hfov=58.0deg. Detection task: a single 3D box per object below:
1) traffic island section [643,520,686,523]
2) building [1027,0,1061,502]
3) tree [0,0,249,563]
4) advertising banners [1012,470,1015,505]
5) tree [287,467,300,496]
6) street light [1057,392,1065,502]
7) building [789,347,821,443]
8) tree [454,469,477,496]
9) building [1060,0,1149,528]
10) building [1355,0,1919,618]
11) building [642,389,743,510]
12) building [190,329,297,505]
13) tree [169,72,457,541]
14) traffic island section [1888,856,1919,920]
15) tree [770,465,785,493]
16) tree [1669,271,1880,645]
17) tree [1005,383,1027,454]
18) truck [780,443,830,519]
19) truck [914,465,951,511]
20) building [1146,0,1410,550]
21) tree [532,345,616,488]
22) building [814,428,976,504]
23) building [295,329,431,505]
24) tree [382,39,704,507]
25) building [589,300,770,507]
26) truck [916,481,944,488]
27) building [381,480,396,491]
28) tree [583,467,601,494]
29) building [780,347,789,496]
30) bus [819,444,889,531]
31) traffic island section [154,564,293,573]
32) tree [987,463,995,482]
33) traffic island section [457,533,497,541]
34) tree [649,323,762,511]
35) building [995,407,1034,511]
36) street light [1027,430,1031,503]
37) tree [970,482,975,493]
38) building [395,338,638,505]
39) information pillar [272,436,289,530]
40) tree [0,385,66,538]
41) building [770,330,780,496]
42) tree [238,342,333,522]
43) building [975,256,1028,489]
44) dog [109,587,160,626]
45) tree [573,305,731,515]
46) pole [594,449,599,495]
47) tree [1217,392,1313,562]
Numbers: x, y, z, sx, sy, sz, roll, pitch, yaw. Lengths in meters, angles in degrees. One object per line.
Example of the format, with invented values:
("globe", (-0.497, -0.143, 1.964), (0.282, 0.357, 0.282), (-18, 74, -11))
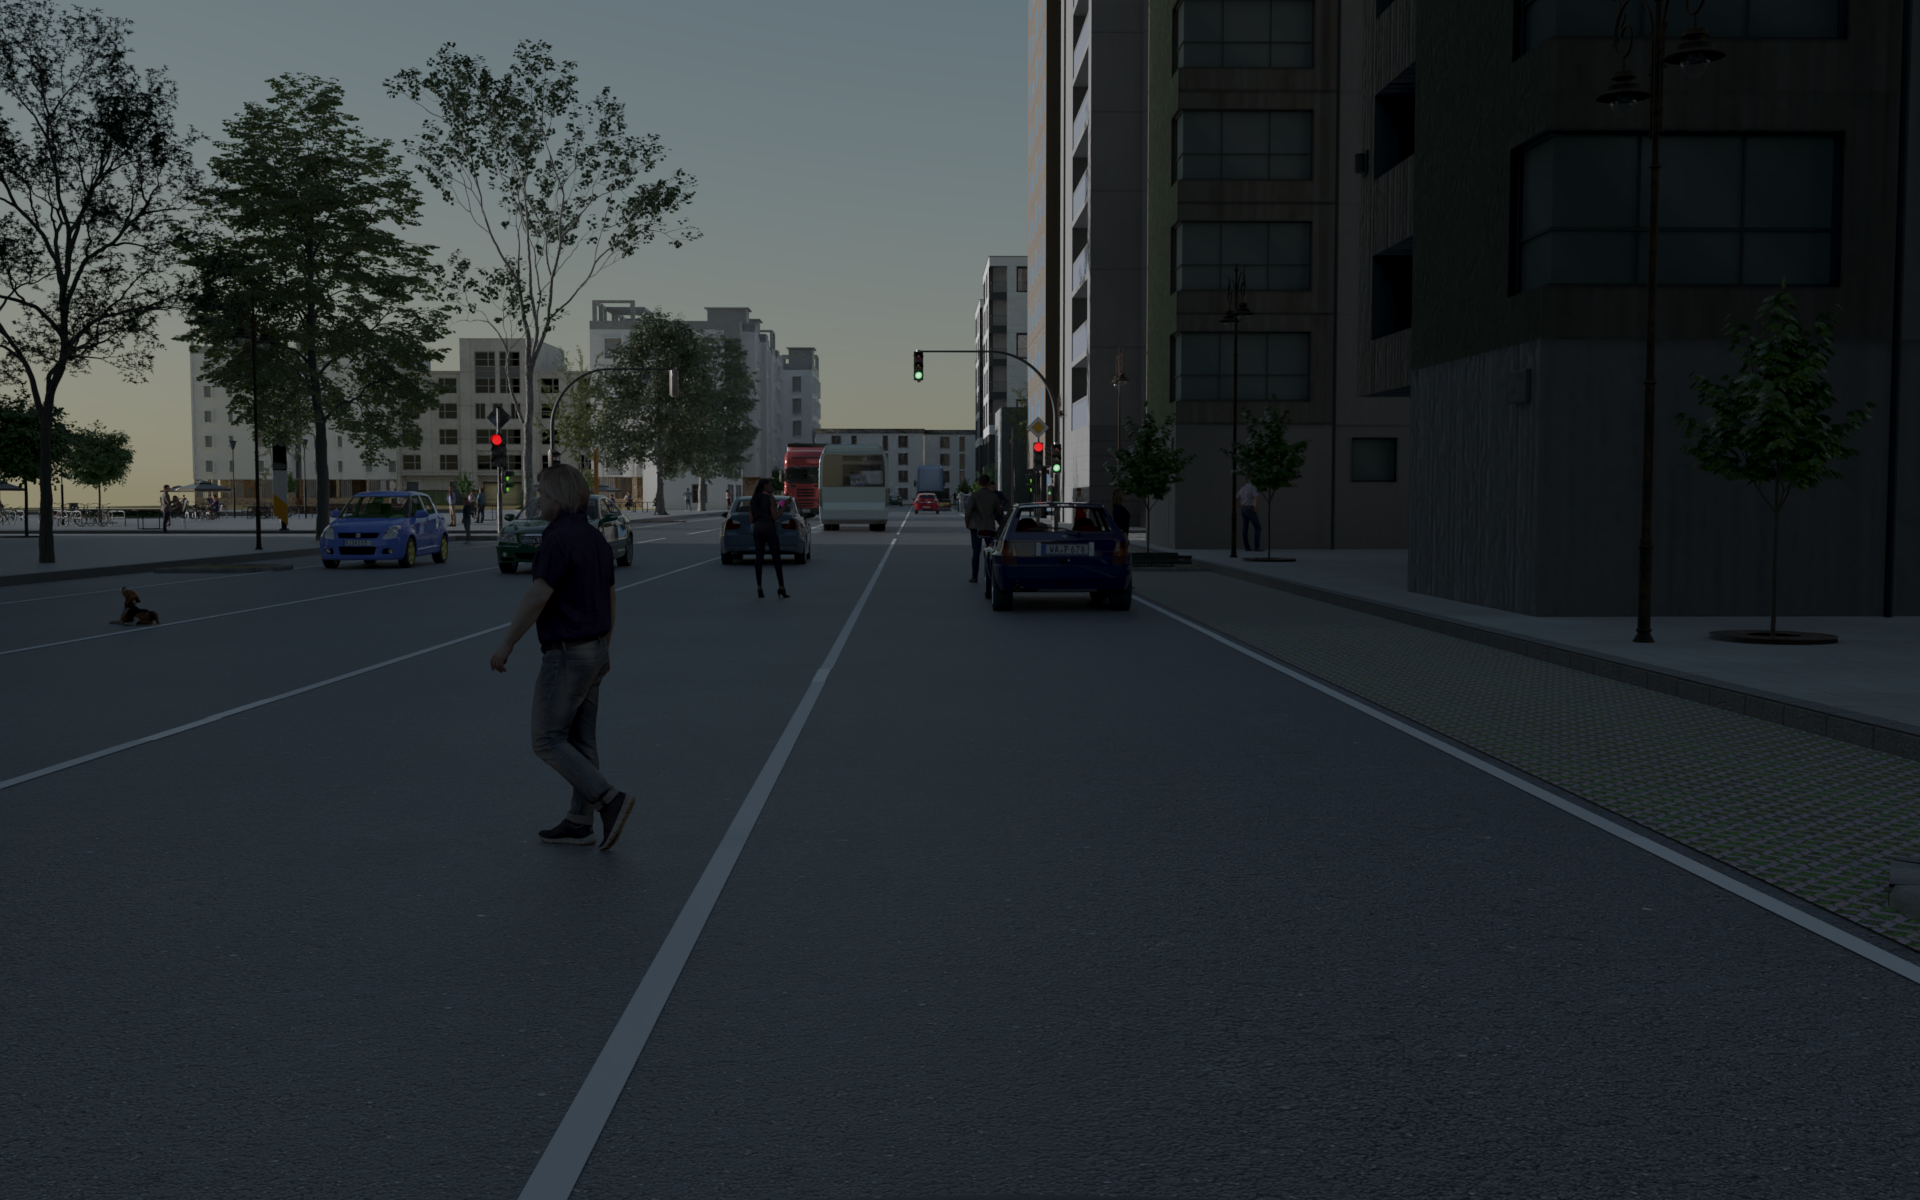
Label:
("traffic island section", (-14.966, -3.977, 87.882), (1.991, 0.108, 1.994), (0, 4, -1))
("building", (10.937, -27.007, 91.680), (14.600, 45.320, 14.200), (0, 4, -1))
("tree", (-17.019, -5.946, 31.626), (8.767, 10.594, 7.601), (0, 4, -5))
("advertising banners", (3.313, -6.773, 106.926), (0.090, 3.025, 2.074), (0, 4, 4))
("tree", (-48.793, -8.045, 126.134), (1.663, 3.219, 1.824), (0, 3, 0))
("street light", (4.495, -6.469, 78.550), (0.468, 5.910, 1.993), (0, 4, -1))
("building", (-24.511, -22.813, 229.408), (11.380, 20.091, 16.016), (0, 4, -1))
("tree", (-37.805, -8.428, 132.393), (1.663, 3.219, 1.824), (0, 3, 0))
("building", (18.923, -32.331, 70.604), (28.212, 58.520, 21.231), (0, 4, -1))
("building", (12.866, -15.441, 24.160), (14.160, 30.474, 14.107), (0, 4, -1))
("building", (-23.628, -12.890, 152.906), (9.099, 9.664, 28.070), (0, 4, -1))
("building", (-81.823, -21.274, 204.252), (11.380, 20.091, 16.016), (0, 4, -1))
("tree", (-18.065, -7.921, 47.628), (7.486, 12.596, 7.792), (0, 3, 0))
("traffic island section", (4.201, 1.056, 5.601), (1.991, 0.108, 1.994), (0, 4, -1))
("tree", (-20.511, -12.856, 193.915), (4.285, 4.588, 4.351), (0, 3, 0))
("tree", (7.271, -1.257, 15.151), (1.663, 3.219, 1.824), (0, 3, 0))
("tree", (4.848, -9.353, 103.284), (4.737, 8.622, 4.395), (0, 3, 0))
("truck", (-8.344, -6.686, 98.228), (2.839, 4.237, 11.283), (0, 3, 0))
("truck", (-2.460, -10.150, 155.713), (2.967, 4.110, 18.799), (0, 4, -3))
("building", (11.831, -22.157, 45.869), (14.154, 41.232, 14.086), (0, 4, -1))
("tree", (-18.634, -8.219, 84.743), (4.737, 8.622, 4.395), (0, 3, 0))
("building", (-4.703, -17.386, 226.413), (28.070, 9.664, 9.099), (0, 4, -1))
("building", (-69.837, -21.332, 205.192), (11.380, 20.091, 16.016), (0, 4, -1))
("tree", (-16.584, -13.129, 70.551), (12.611, 20.169, 13.585), (0, 3, 0))
("building", (-27.868, -19.371, 173.143), (16.016, 20.091, 11.380), (0, 4, -1))
("truck", (-3.054, -11.316, 174.780), (2.967, 4.110, 18.799), (0, 4, -1))
("building", (-75.712, -17.351, 225.841), (28.070, 9.664, 9.099), (0, 4, -1))
("tree", (-26.412, -7.836, 122.726), (1.663, 3.219, 1.824), (0, 3, 0))
("building", (-26.965, -21.347, 205.435), (11.380, 20.091, 16.016), (0, 4, -1))
("bus", (-4.301, -4.626, 70.499), (2.948, 3.499, 13.247), (0, 4, -3))
("traffic island section", (-13.661, -0.585, 32.427), (1.991, 0.108, 1.994), (0, 4, -1))
("tree", (3.821, -9.632, 141.201), (4.285, 4.588, 4.351), (0, 3, 0))
("traffic island section", (-14.514, -1.979, 54.631), (2.009, 0.180, 2.903), (0, 4, -1))
("tree", (-19.470, -13.712, 130.850), (9.857, 13.997, 8.962), (0, 3, 0))
("building", (14.342, -49.442, 121.053), (22.319, 86.520, 31.000), (0, 4, -1))
("street light", (3.989, -7.665, 98.105), (0.468, 5.910, 1.993), (0, 4, -1))
("tree", (2.027, -13.537, 215.931), (1.663, 3.219, 1.824), (0, 3, 0))
("building", (-48.391, -20.702, 204.935), (31.486, 18.905, 16.747), (0, 4, -1))
("information pillar", (-24.029, -4.275, 61.252), (0.504, 3.616, 0.183), (-1, 4, -20))
("tree", (-27.646, -4.131, 51.261), (4.285, 4.588, 4.351), (0, 3, 0))
("building", (-28.050, -20.066, 184.501), (16.016, 20.091, 11.380), (0, 4, -1))
("tree", (-31.121, -7.897, 79.479), (4.360, 8.622, 3.978), (0, 3, 0))
("building", (16.016, -19.652, 165.284), (27.936, 21.610, 32.646), (0, 4, -1))
("dog", (-9.059, 0.075, 18.961), (0.550, 0.427, 0.748), (-1, 4, -20))
("tree", (-18.287, -11.499, 105.009), (9.611, 12.733, 9.660), (0, 3, 0))
("pole", (-16.517, -5.187, 78.651), (0.158, 3.312, 0.155), (0, 3, 0))
("tree", (5.960, -2.343, 32.911), (1.663, 3.219, 1.824), (0, 3, 0))
